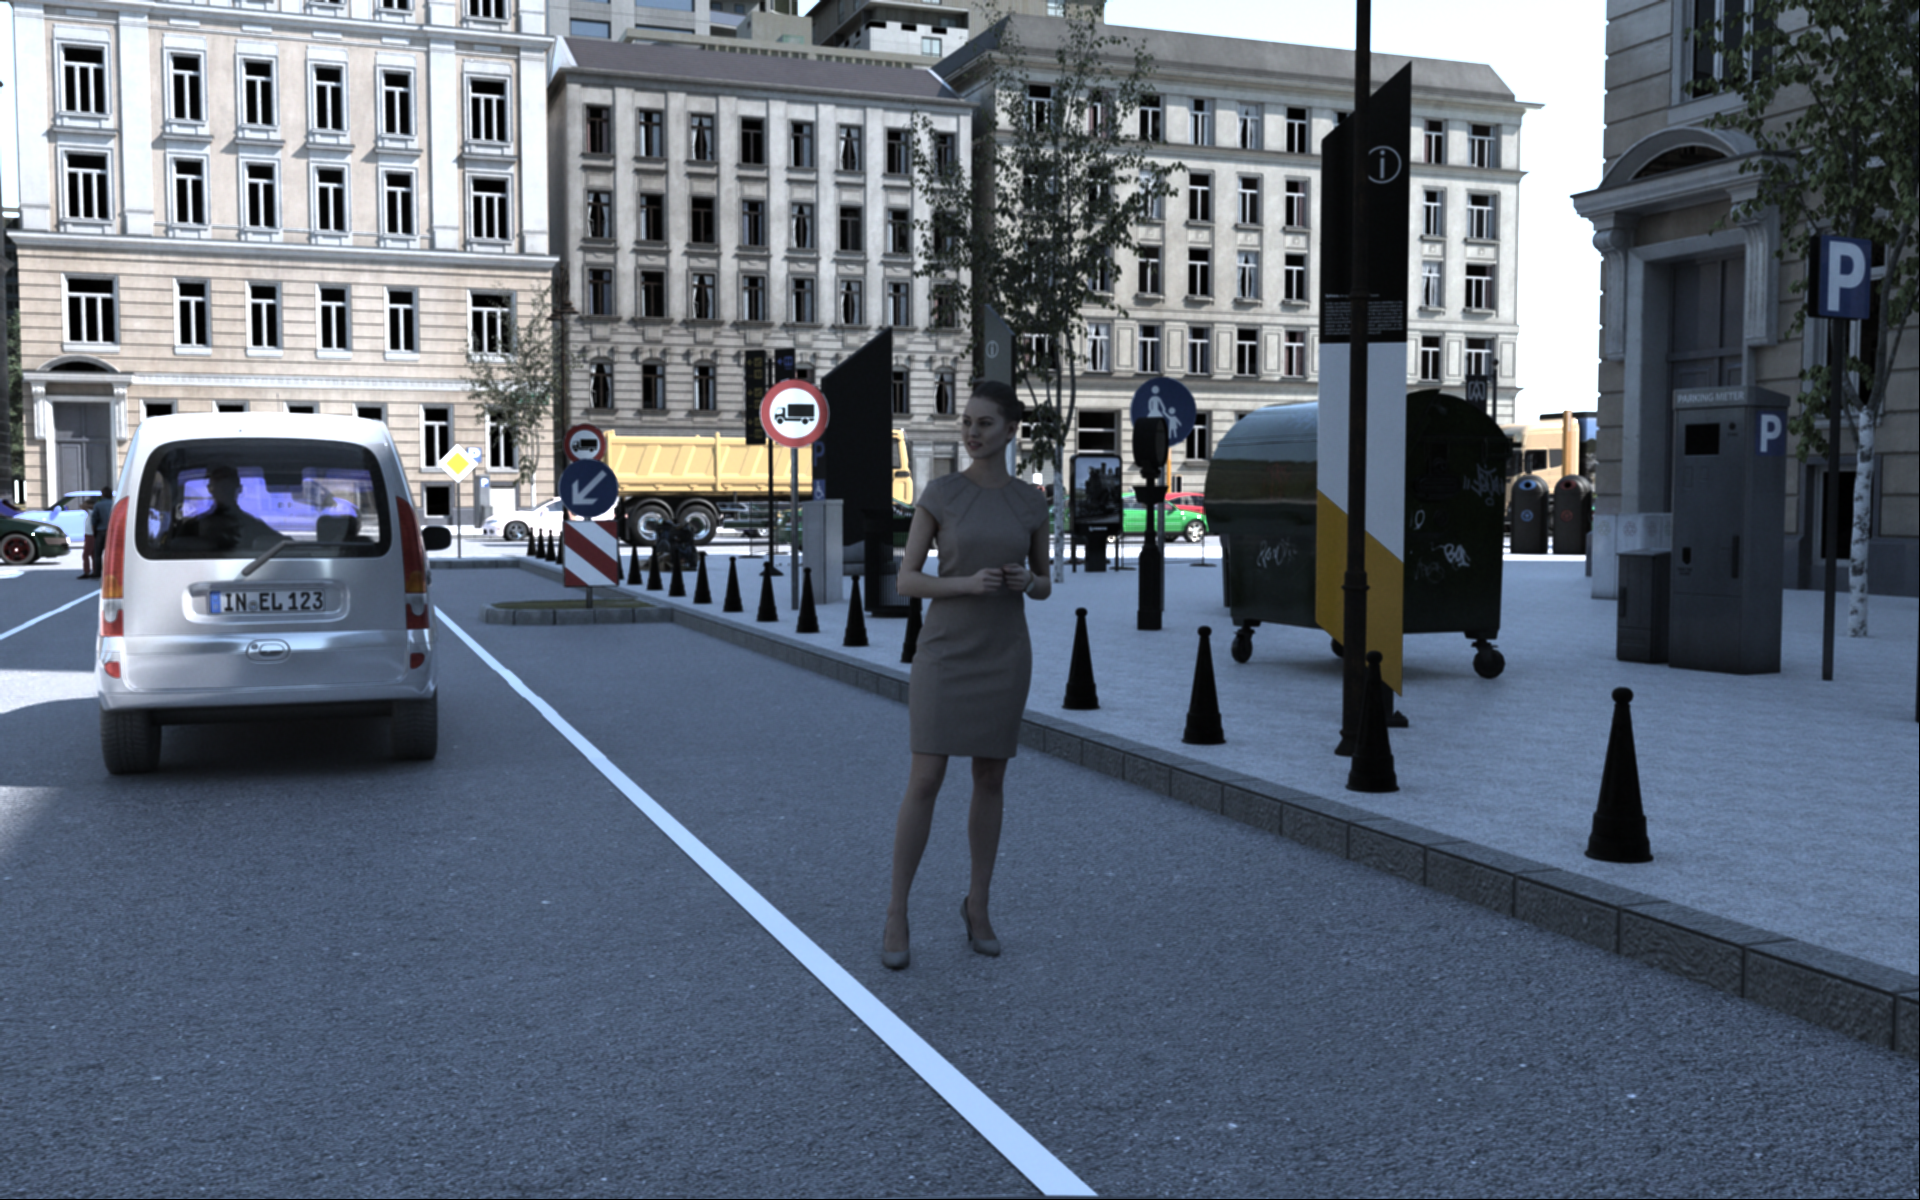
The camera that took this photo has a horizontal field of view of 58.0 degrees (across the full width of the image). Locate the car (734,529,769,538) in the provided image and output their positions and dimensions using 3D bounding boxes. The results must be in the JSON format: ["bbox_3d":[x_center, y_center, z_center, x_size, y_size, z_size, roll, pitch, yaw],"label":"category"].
[{"bbox_3d":[-5.548,-2.745,57.454,3.894,1.354,1.945,-1,4,-22],"label":"car"}]

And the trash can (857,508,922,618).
[{"bbox_3d":[-0.700,-0.396,18.133,0.748,1.137,0.748,0,3,0],"label":"trash can"}]

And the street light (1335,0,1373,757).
[{"bbox_3d":[1.939,-2.176,8.361,0.468,5.910,1.993,-1,4,-21],"label":"street light"}]

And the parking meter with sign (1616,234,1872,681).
[{"bbox_3d":[5.587,-0.998,12.571,0.543,3.016,1.738,-2,4,-28],"label":"parking meter with sign"}]

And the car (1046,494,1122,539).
[{"bbox_3d":[3.361,-2.634,54.861,4.920,1.459,2.131,-1,4,-20],"label":"car"}]

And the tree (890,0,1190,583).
[{"bbox_3d":[1.192,-4.556,24.855,4.360,8.622,3.978,0,3,0],"label":"tree"}]

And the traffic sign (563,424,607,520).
[{"bbox_3d":[-6.795,-1.916,31.435,0.768,2.556,0.104,-1,4,-11],"label":"traffic sign"}]

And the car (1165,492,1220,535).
[{"bbox_3d":[8.122,-3.108,59.855,4.494,1.783,2.155,-1,4,-21],"label":"car"}]

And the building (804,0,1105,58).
[{"bbox_3d":[-2.863,-35.878,175.845,27.495,52.752,28.713,-1,4,-21],"label":"building"}]

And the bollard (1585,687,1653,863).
[{"bbox_3d":[2.331,0.607,6.111,0.229,0.601,0.229,0,3,0],"label":"bollard"}]

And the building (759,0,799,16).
[{"bbox_3d":[-32.938,-49.295,244.221,20.611,71.187,20.563,-1,4,-21],"label":"building"}]

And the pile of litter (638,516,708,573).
[{"bbox_3d":[-4.926,-0.926,29.105,1.176,0.858,1.719,1,4,10],"label":"pile of litter"}]

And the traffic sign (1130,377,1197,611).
[{"bbox_3d":[2.198,-1.150,18.907,0.768,2.556,0.104,-1,4,-14],"label":"traffic sign"}]

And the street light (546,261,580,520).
[{"bbox_3d":[-7.901,-3.777,34.546,0.468,5.910,1.993,-1,4,-21],"label":"street light"}]

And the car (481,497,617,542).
[{"bbox_3d":[-12.333,-2.522,53.601,4.827,1.381,2.083,-1,4,-20],"label":"car"}]

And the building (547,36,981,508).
[{"bbox_3d":[-9.347,-14.011,78.228,18.267,20.994,9.793,-1,4,-21],"label":"building"}]

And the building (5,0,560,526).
[{"bbox_3d":[-27.834,-17.538,72.643,20.117,28.700,13.634,-1,4,-21],"label":"building"}]

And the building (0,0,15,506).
[{"bbox_3d":[-50.072,-16.327,64.211,25.104,27.353,12.463,-1,4,-21],"label":"building"}]

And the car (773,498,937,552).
[{"bbox_3d":[-2.056,-1.806,41.324,4.920,1.459,2.131,-1,4,-22],"label":"car"}]

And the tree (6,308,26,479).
[{"bbox_3d":[-60.783,-12.619,112.978,9.857,13.997,8.962,0,3,0],"label":"tree"}]

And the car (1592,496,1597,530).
[{"bbox_3d":[19.620,-2.524,50.059,4.718,1.807,1.959,-1,4,-20],"label":"car"}]

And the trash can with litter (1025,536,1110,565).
[{"bbox_3d":[1.887,-1.273,31.877,2.233,1.210,1.678,-1,4,-21],"label":"trash can with litter"}]

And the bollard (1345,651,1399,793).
[{"bbox_3d":[1.796,0.521,7.527,0.229,0.601,0.229,0,3,0],"label":"bollard"}]

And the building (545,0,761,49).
[{"bbox_3d":[-30.347,-38.172,166.111,21.231,58.520,28.212,-1,4,-21],"label":"building"}]

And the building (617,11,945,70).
[{"bbox_3d":[-17.079,-27.641,143.810,32.217,40.220,23.993,-1,4,-21],"label":"building"}]

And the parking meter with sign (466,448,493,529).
[{"bbox_3d":[-17.866,-4.182,64.639,0.543,3.016,1.738,-2,4,-33],"label":"parking meter with sign"}]

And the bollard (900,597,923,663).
[{"bbox_3d":[-0.345,0.172,13.224,0.229,0.601,0.229,0,3,0],"label":"bollard"}]

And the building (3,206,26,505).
[{"bbox_3d":[-109.517,-32.487,223.051,23.993,40.220,32.217,-1,4,-21],"label":"building"}]

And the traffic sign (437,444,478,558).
[{"bbox_3d":[-9.996,-1.888,34.514,0.795,2.450,0.064,-1,4,-21],"label":"traffic sign"}]

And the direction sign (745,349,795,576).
[{"bbox_3d":[-2.973,-2.153,27.199,0.876,3.537,0.379,1,4,23],"label":"direction sign"}]

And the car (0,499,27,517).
[{"bbox_3d":[-27.281,-2.090,46.745,3.894,1.354,1.945,-1,4,-20],"label":"car"}]

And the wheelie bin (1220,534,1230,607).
[{"bbox_3d":[3.305,-0.711,19.529,0.693,1.594,0.980,-1,4,-16],"label":"wheelie bin"}]

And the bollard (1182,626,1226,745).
[{"bbox_3d":[1.262,0.434,8.948,0.229,0.601,0.229,0,3,0],"label":"bollard"}]

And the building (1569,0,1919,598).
[{"bbox_3d":[18.993,-14.271,19.240,13.634,28.700,20.117,-1,4,-21],"label":"building"}]

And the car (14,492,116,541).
[{"bbox_3d":[-23.314,-2.223,45.939,3.694,1.707,1.945,-1,4,-22],"label":"car"}]

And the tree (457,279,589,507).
[{"bbox_3d":[-14.712,-6.616,58.529,4.360,8.622,3.978,0,3,0],"label":"tree"}]

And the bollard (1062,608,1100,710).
[{"bbox_3d":[0.726,0.346,10.380,0.229,0.601,0.229,0,3,0],"label":"bollard"}]

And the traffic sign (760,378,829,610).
[{"bbox_3d":[-1.828,-1.165,19.151,0.768,2.556,0.104,-1,4,-12],"label":"traffic sign"}]

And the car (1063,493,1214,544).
[{"bbox_3d":[5.308,-2.585,51.053,4.718,1.807,1.959,-1,4,-22],"label":"car"}]

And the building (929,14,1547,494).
[{"bbox_3d":[12.338,-15.649,89.139,30.059,22.955,16.112,-1,4,-21],"label":"building"}]

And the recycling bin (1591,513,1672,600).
[{"bbox_3d":[8.228,-0.526,21.150,0.722,1.027,0.722,-2,4,-35],"label":"recycling bin"}]

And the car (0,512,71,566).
[{"bbox_3d":[-20.288,-1.535,34.885,4.222,1.686,2.009,-1,4,-22],"label":"car"}]

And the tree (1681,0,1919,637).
[{"bbox_3d":[8.300,-3.977,15.389,4.737,8.622,4.395,0,3,0],"label":"tree"}]

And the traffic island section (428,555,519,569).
[{"bbox_3d":[-9.977,-0.753,34.599,2.009,0.180,2.903,-1,4,-21],"label":"traffic island section"}]
